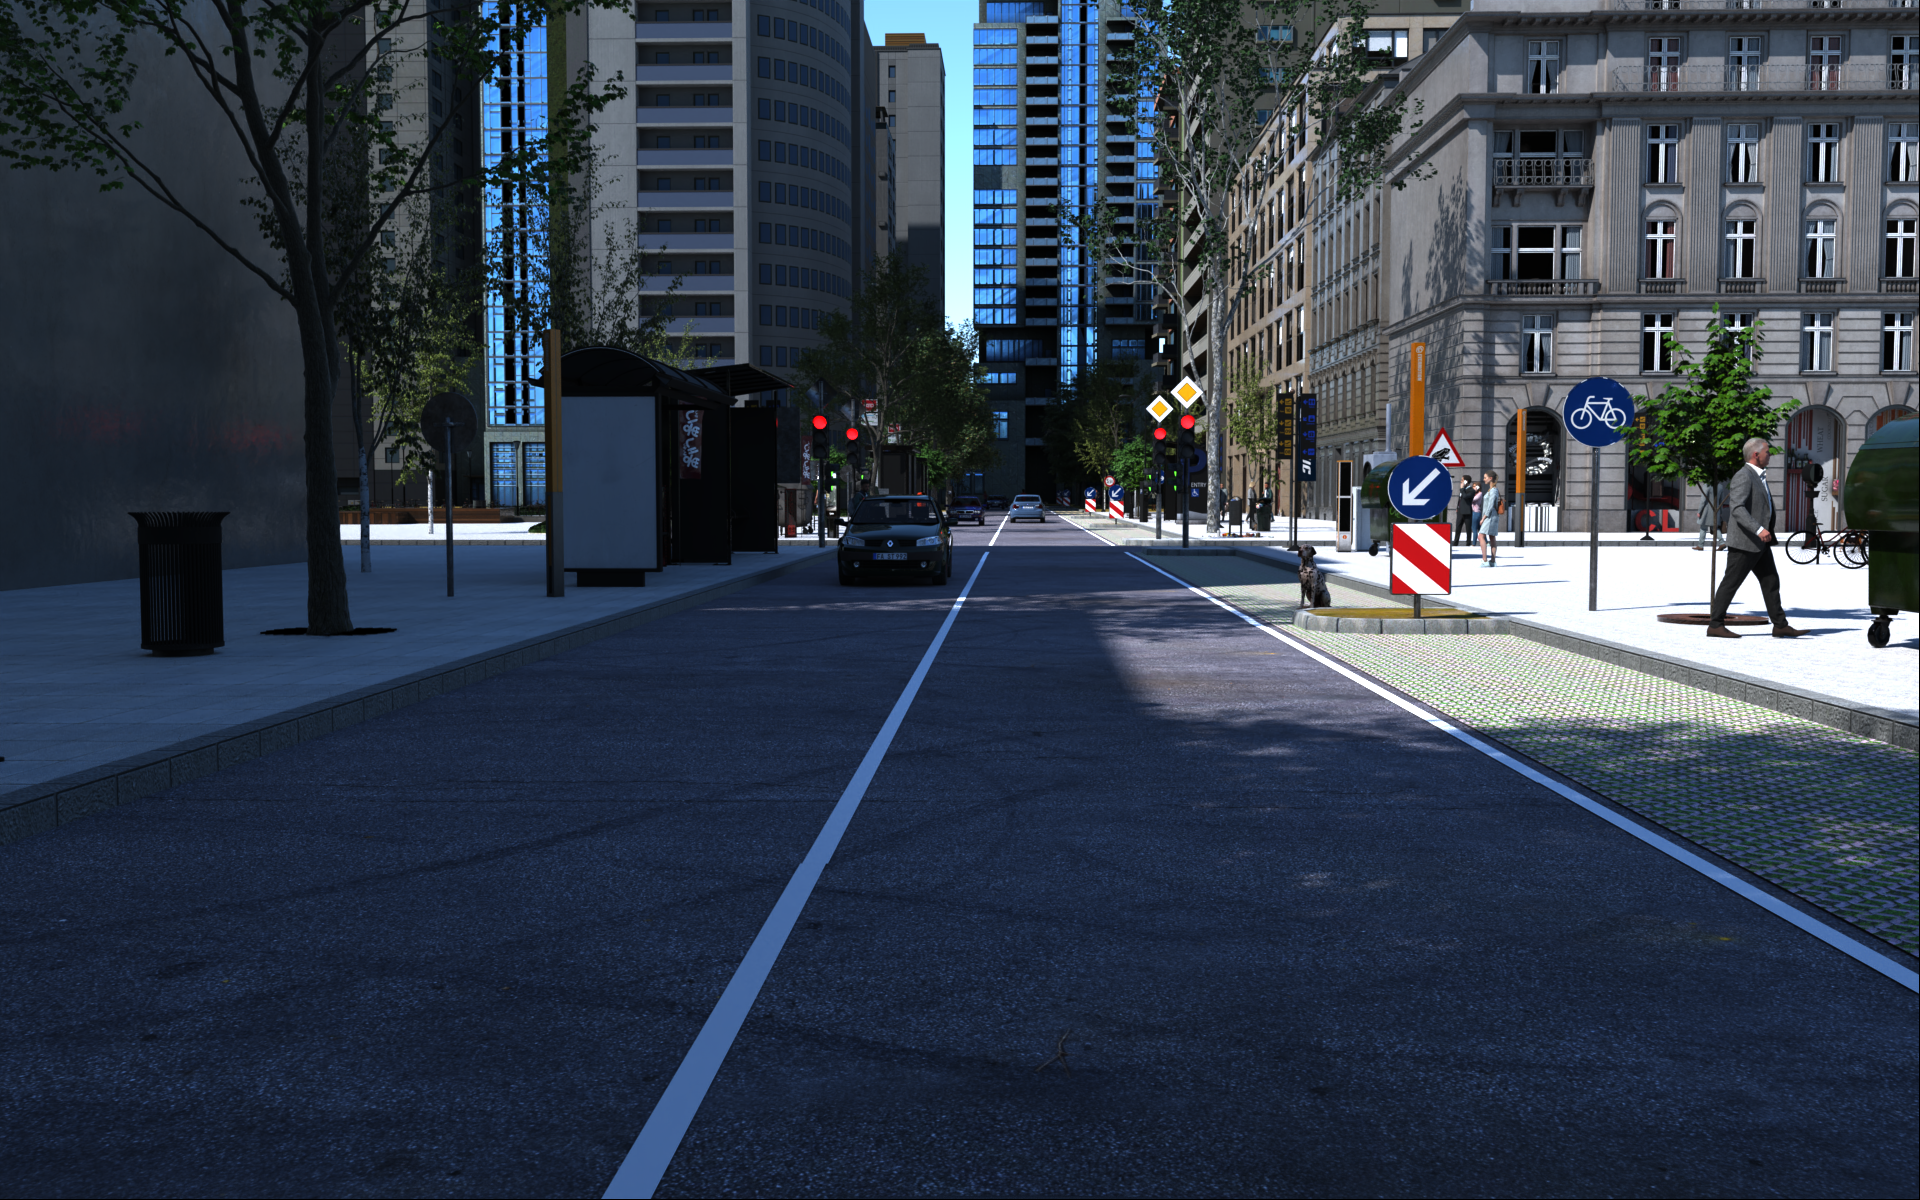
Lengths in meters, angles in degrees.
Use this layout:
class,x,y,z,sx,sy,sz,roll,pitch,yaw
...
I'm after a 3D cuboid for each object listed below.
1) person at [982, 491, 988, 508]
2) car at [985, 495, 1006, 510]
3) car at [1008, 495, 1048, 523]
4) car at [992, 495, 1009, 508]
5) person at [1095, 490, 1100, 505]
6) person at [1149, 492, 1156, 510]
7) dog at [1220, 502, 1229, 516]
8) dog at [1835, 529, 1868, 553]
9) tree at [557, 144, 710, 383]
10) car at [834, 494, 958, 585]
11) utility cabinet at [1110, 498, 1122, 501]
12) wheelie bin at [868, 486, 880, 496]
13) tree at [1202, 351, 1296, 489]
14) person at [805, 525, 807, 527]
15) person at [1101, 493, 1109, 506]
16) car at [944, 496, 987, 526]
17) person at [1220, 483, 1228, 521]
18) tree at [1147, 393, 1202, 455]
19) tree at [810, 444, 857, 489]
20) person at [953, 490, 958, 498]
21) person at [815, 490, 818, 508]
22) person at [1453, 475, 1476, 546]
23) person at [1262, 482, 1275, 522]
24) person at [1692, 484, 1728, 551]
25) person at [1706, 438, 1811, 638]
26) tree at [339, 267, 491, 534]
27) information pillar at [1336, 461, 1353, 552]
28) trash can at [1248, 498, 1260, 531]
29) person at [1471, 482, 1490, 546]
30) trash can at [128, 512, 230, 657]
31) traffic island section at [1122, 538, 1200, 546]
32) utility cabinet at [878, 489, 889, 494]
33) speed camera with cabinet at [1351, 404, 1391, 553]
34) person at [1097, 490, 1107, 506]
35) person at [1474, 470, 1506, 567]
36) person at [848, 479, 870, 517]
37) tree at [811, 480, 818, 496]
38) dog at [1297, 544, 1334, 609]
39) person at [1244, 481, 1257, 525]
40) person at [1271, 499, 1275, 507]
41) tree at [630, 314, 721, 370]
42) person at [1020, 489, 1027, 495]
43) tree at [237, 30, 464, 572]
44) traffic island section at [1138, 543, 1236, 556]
class,x,y,z,sx,sy,sz,roll,pitch,yaw
person,2.650,-10.152,175.198,0.721,1.743,1.217,3,5,39
car,3.297,-9.100,161.370,1.945,1.354,3.894,0,4,2
car,3.404,-4.583,86.934,2.014,1.417,4.499,0,4,2
car,4.236,-10.489,184.073,1.945,1.354,3.894,0,4,2
person,15.382,-11.539,195.231,0.617,1.759,0.750,2,4,29
person,15.192,-7.860,135.336,0.721,1.735,1.217,-3,5,-42
dog,15.676,-5.391,102.515,0.513,0.831,0.800,1,4,11
dog,19.633,-1.303,38.131,0.540,0.507,0.406,0,4,-6
tree,-8.035,-5.262,36.399,4.360,8.622,3.978,0,3,0
car,-1.021,-1.145,28.509,2.009,1.686,4.222,0,4,1
utility cabinet,9.633,-5.869,107.122,0.306,1.237,1.020,2,4,33
wheelie bin,-3.601,-3.720,68.730,0.980,1.594,0.693,-1,4,-22
tree,15.107,-8.457,88.629,4.737,8.622,4.395,0,3,0
person,-6.423,-3.797,68.523,0.834,1.777,0.661,1,4,22
person,15.017,-10.461,180.261,0.628,1.438,0.799,2,4,31
car,0.266,-4.084,79.351,1.945,1.354,3.894,0,4,1
person,12.536,-4.702,83.016,0.635,1.810,0.391,2,4,35
tree,15.254,-10.377,120.025,4.737,8.622,4.395,0,3,0
tree,-8.417,-7.953,113.740,4.285,4.588,4.351,0,3,0
person,-0.700,-11.338,191.942,1.217,1.766,0.721,1,4,11
person,-6.875,-4.860,85.595,0.616,1.811,0.778,0,4,4
person,12.471,-2.147,42.960,0.474,1.900,0.648,-2,4,-29
person,13.851,-4.402,77.998,0.713,1.824,0.794,0,4,-3
person,16.938,-2.016,39.114,0.694,1.812,0.767,-2,4,-25
person,7.094,-0.545,15.356,0.834,1.777,0.661,2,4,32
tree,-17.277,-6.431,55.512,4.737,8.622,4.395,0,3,0
information pillar,8.468,-2.060,38.179,0.304,2.012,0.304,0,4,4
trash can,10.485,-3.010,60.860,0.748,1.137,0.748,0,3,0
person,13.499,-2.201,45.076,0.643,1.750,0.593,1,4,11
trash can,-6.216,-0.133,13.828,0.748,1.137,0.748,0,3,0
traffic island section,5.673,-1.651,49.280,2.009,0.180,2.903,0,4,2
utility cabinet,-3.448,-3.760,70.159,1.173,1.500,0.318,-3,4,-38
speed camera with cabinet,9.129,-2.710,38.648,0.660,3.252,2.038,0,4,-5
person,15.693,-11.303,191.574,1.217,1.743,0.721,-1,4,-16
person,9.324,-1.432,30.453,0.522,1.701,0.512,1,4,16
person,-2.239,-1.920,40.235,0.721,1.781,0.623,1,4,10
tree,-9.081,-6.989,108.867,1.663,3.219,1.824,0,3,0
dog,4.498,-0.281,21.435,0.800,0.831,0.513,0,4,-7
person,12.051,-3.983,71.352,0.728,1.800,0.709,3,4,38
person,17.495,-5.335,97.541,0.475,1.303,0.640,1,4,12
tree,-11.690,-7.415,71.596,4.737,8.622,4.395,0,3,0
person,4.921,-7.728,134.795,1.348,1.831,0.705,-1,4,-12
tree,-9.504,-4.755,28.101,4.360,8.622,3.978,0,3,0
traffic island section,5.399,-1.163,41.299,2.009,0.180,2.903,0,4,2
